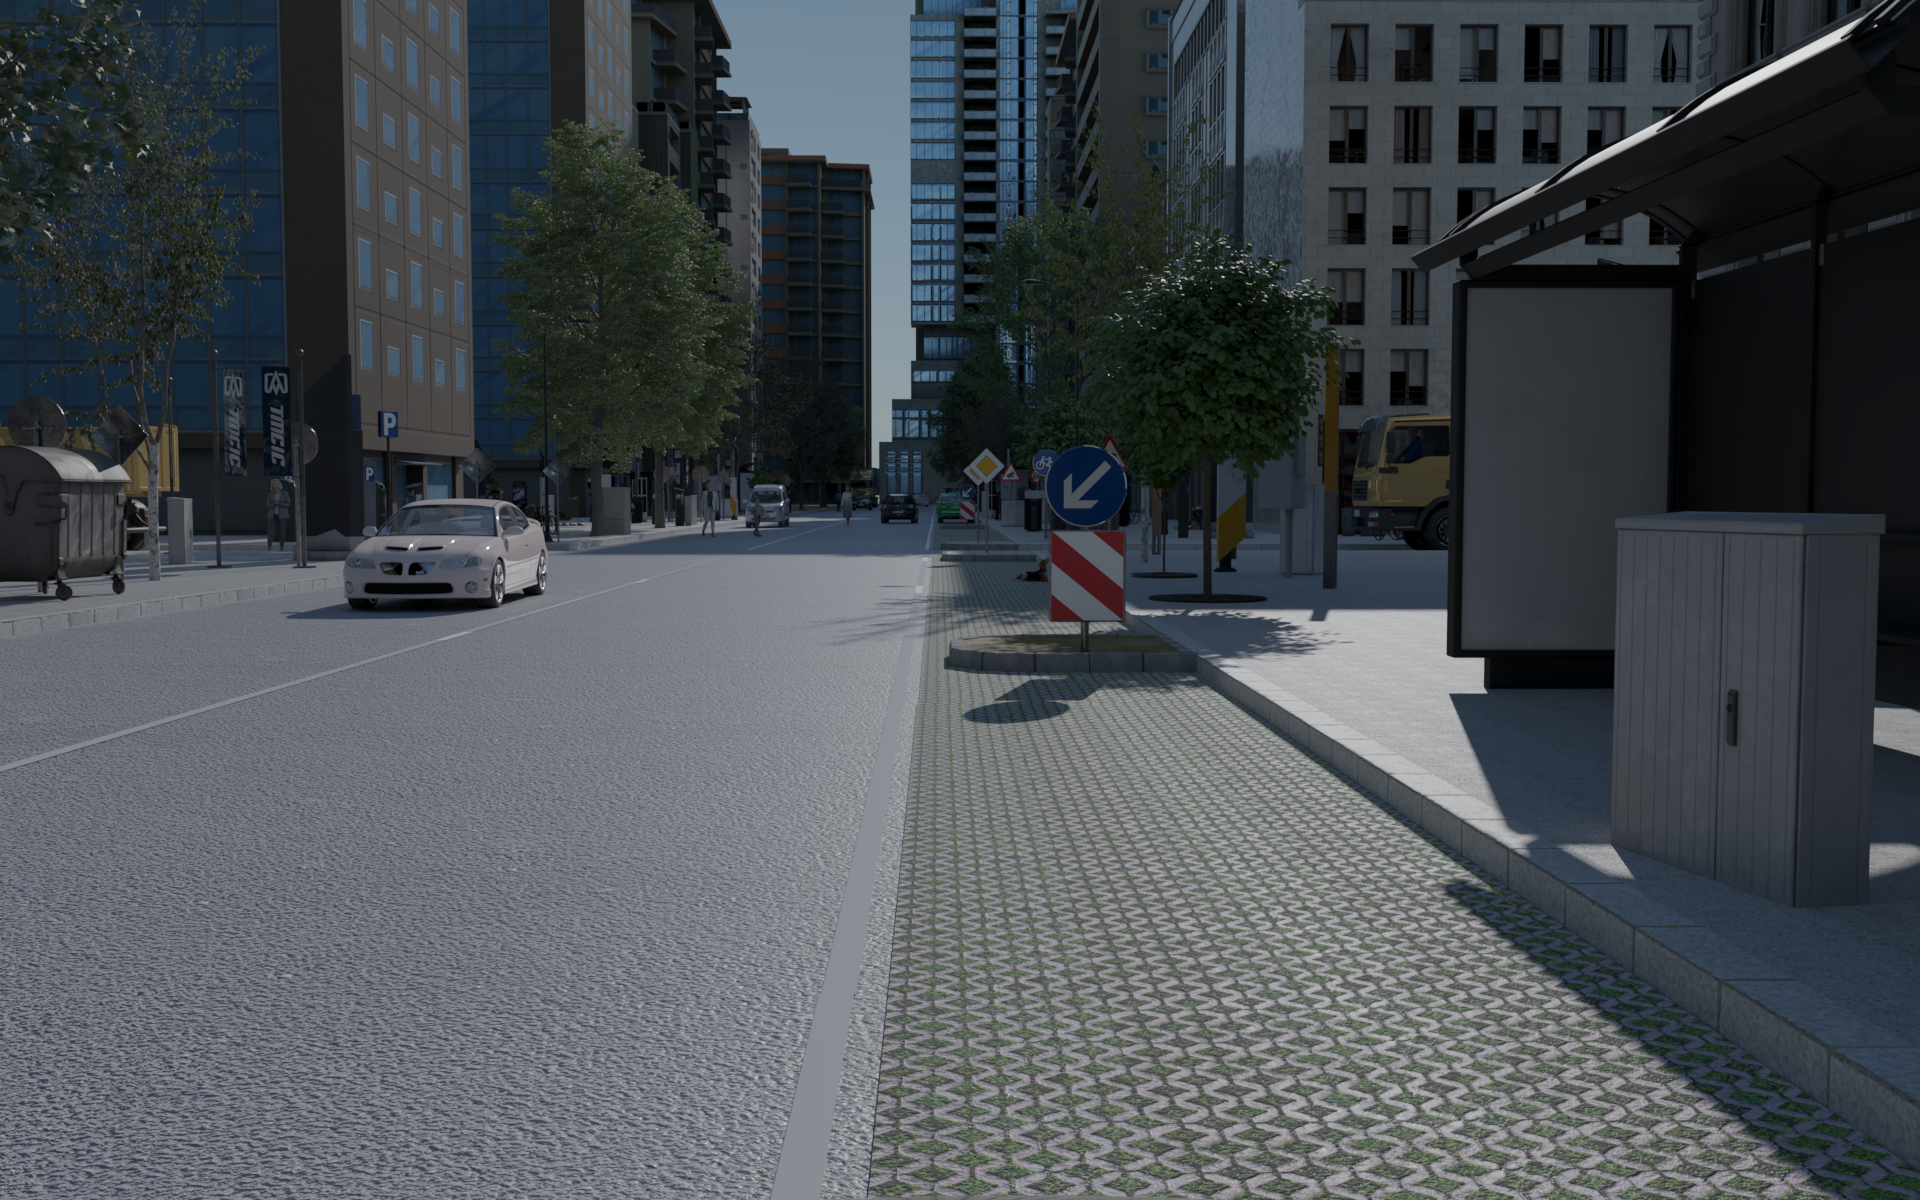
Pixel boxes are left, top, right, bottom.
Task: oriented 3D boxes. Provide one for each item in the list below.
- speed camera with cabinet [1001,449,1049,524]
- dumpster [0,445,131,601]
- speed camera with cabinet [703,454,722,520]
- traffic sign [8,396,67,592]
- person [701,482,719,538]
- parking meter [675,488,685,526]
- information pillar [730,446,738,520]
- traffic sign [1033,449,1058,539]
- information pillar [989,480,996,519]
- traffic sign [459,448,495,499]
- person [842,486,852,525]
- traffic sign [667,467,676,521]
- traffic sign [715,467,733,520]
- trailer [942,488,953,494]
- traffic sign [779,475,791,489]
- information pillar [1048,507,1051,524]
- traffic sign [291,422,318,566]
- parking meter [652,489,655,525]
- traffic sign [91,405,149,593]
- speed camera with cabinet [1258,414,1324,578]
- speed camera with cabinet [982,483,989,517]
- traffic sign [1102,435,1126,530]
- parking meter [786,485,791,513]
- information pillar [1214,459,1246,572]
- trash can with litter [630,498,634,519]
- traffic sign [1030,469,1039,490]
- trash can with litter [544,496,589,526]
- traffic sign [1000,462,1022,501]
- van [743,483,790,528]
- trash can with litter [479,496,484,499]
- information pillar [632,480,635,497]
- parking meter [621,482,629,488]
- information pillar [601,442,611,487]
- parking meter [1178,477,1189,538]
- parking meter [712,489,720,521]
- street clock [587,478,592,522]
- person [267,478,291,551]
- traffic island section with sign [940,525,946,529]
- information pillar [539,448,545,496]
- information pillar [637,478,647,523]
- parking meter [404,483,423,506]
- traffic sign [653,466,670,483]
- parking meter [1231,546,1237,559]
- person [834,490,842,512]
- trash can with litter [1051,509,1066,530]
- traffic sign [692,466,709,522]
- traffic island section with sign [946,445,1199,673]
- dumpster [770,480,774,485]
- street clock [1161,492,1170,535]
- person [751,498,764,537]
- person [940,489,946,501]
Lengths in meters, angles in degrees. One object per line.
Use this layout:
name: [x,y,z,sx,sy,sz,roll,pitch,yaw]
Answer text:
speed camera with cabinet: [2.835,-4.979,75.742,2.038,3.252,0.660,1,4,10]
dumpster: [-11.288,-0.960,21.453,1.264,1.857,1.865,0,4,-1]
speed camera with cabinet: [-12.407,-5.650,86.707,0.660,3.252,2.038,-1,4,-20]
traffic sign: [-12.005,-1.372,22.545,0.768,2.556,0.104,0,4,2]
person: [-8.292,-2.991,57.283,0.514,1.842,0.818,-2,4,-30]
parking meter: [-11.229,-3.728,69.371,0.372,1.533,0.369,0,3,0]
information pillar: [-11.165,-5.751,85.376,0.183,3.616,0.504,-3,4,-38]
traffic sign: [2.460,-3.016,49.422,0.768,2.556,0.104,0,4,3]
information pillar: [1.688,-5.225,89.927,0.304,2.012,0.304,-2,4,-31]
traffic sign: [-10.465,-2.074,37.554,0.795,2.450,0.064,0,4,-1]
person: [-5.194,-4.353,79.903,0.478,1.798,0.641,1,4,9]
traffic sign: [-13.506,-4.897,80.173,0.768,2.556,0.104,0,4,5]
traffic sign: [-11.507,-5.157,84.315,0.884,2.594,0.081,0,4,2]
trailer: [-1.168,-9.651,164.835,1.471,1.999,3.904,0,4,-2]
traffic sign: [-11.563,-6.994,114.465,0.768,2.556,0.104,0,4,1]
information pillar: [4.012,-5.055,73.996,0.183,3.616,0.504,3,5,42]
traffic sign: [-11.745,-1.871,30.699,0.768,2.556,0.104,0,4,5]
parking meter: [-12.808,-3.950,73.000,0.372,1.533,0.369,0,3,0]
traffic sign: [-10.907,-1.303,22.496,0.795,2.450,0.064,0,4,7]
speed camera with cabinet: [5.282,-2.013,27.241,0.660,3.252,2.038,2,4,29]
speed camera with cabinet: [1.628,-6.347,98.105,0.660,3.252,2.038,0,4,7]
traffic sign: [3.281,-2.324,38.003,0.884,2.594,0.081,0,4,3]
parking meter: [-11.411,-6.681,114.945,0.255,1.863,0.399,3,5,44]
information pillar: [4.448,-2.267,28.428,0.504,3.616,0.183,-1,4,-8]
trash can with litter: [-11.873,-2.981,60.122,1.055,1.170,0.624,-2,4,-26]
traffic sign: [3.816,-5.207,85.239,0.768,2.556,0.104,0,4,7]
trash can with litter: [-16.097,-3.609,70.058,2.233,1.210,1.678,0,4,-8]
traffic sign: [2.058,-4.286,70.075,0.884,2.594,0.081,0,4,1]
van: [-8.340,-4.165,75.108,2.013,2.044,4.112,0,4,-1]
trash can with litter: [-19.255,-3.643,70.624,1.678,1.210,2.233,0,4,2]
information pillar: [-16.705,-5.176,89.115,0.304,2.012,0.304,-1,4,-12]
parking meter: [-16.161,-4.751,83.393,0.399,1.863,0.255,0,4,-4]
information pillar: [-15.020,-5.011,73.279,0.504,3.616,0.183,-2,4,-35]
parking meter: [6.530,-2.746,50.603,0.255,1.863,0.399,1,4,19]
parking meter: [-11.821,-4.618,83.918,0.372,1.533,0.369,0,3,0]
street clock: [-16.644,-4.515,78.395,0.358,2.002,0.471,-3,5,-42]
person: [-16.158,-1.980,41.055,0.537,1.800,0.526,0,4,-5]
traffic island section with sign: [0.177,-3.820,71.078,1.989,1.847,2.006,0,4,-1]
information pillar: [-21.012,-5.855,87.083,0.183,3.616,0.504,-2,4,-32]
information pillar: [-14.347,-4.510,78.235,0.304,2.012,0.304,3,5,43]
parking meter: [-11.943,-1.804,37.898,0.372,1.533,0.369,0,3,0]
traffic sign: [-13.265,-4.707,77.062,0.768,2.556,0.104,0,4,4]
parking meter: [5.291,-1.582,34.276,0.372,1.533,0.369,0,3,0]
person: [-9.872,-8.100,141.640,1.217,1.736,0.721,3,5,41]
trash can with litter: [3.523,-2.797,57.112,1.055,1.170,0.624,1,4,18]
traffic sign: [-11.722,-4.783,78.307,0.768,2.556,0.104,0,4,1]
traffic island section with sign: [0.902,-0.374,14.747,1.989,1.847,2.006,0,4,-1]
dumpster: [-13.465,-7.179,119.867,1.502,2.255,1.985,0,4,-1]
street clock: [6.423,-3.044,54.342,0.358,2.002,0.471,0,4,-7]
person: [-6.812,-2.792,58.427,0.475,1.303,0.640,-3,4,-38]
person: [-1.041,-6.436,113.949,0.478,1.798,0.641,2,4,32]
